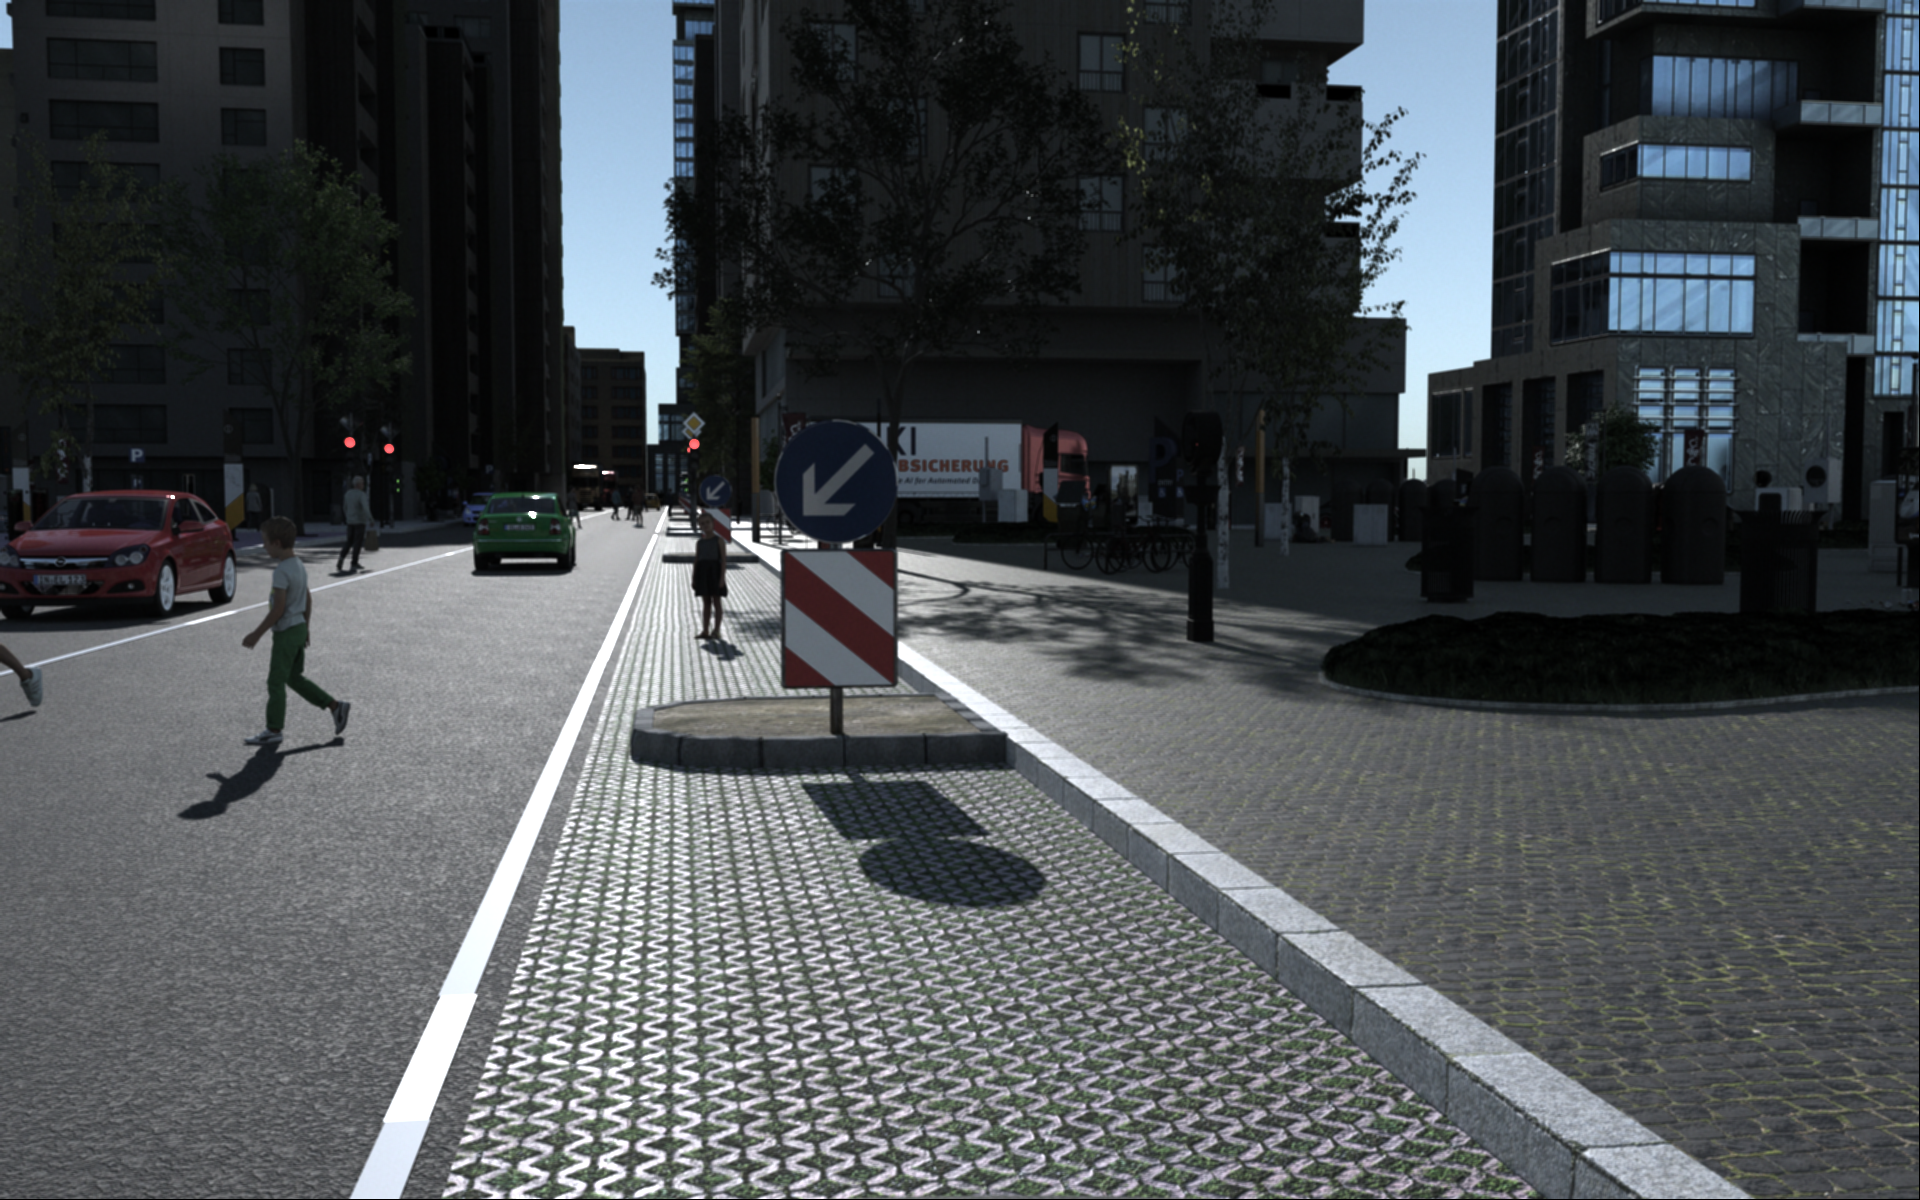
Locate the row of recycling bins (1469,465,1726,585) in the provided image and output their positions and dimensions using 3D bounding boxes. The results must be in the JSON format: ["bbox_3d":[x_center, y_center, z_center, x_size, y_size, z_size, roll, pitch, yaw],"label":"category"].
[{"bbox_3d":[9.243,-1.110,25.261,3.534,1.692,1.069,1,4,22],"label":"row of recycling bins"}]

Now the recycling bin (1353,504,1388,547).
[{"bbox_3d":[10.048,-1.827,42.418,0.722,1.027,0.722,0,4,4],"label":"recycling bin"}]

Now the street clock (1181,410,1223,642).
[{"bbox_3d":[2.098,-0.642,15.064,0.358,2.002,0.471,-1,4,-10],"label":"street clock"}]

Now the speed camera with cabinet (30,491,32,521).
[{"bbox_3d":[-43.464,-5.302,81.021,2.038,3.252,0.660,0,4,-3],"label":"speed camera with cabinet"}]

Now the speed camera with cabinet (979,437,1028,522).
[{"bbox_3d":[1.490,-3.987,59.525,0.660,3.252,2.038,-3,4,-37],"label":"speed camera with cabinet"}]

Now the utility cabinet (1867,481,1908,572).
[{"bbox_3d":[15.424,-1.189,28.124,0.318,1.500,1.173,-3,4,-38],"label":"utility cabinet"}]

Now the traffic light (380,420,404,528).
[{"bbox_3d":[-21.397,-4.664,65.175,0.839,4.253,0.868,-1,4,-9],"label":"traffic light"}]

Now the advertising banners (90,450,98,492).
[{"bbox_3d":[-33.578,-4.350,67.304,0.090,3.025,2.074,-3,5,-39],"label":"advertising banners"}]

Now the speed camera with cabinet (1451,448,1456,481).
[{"bbox_3d":[21.051,-4.822,73.181,0.660,3.252,2.038,1,4,18],"label":"speed camera with cabinet"}]

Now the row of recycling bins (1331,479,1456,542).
[{"bbox_3d":[11.922,-2.451,47.192,3.534,1.692,1.069,0,4,3],"label":"row of recycling bins"}]

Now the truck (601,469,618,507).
[{"bbox_3d":[-39.549,-12.524,193.682,2.839,4.237,11.283,-1,4,-10],"label":"truck"}]

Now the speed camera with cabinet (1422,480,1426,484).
[{"bbox_3d":[29.872,-7.238,112.672,0.660,3.252,2.038,-1,4,-15],"label":"speed camera with cabinet"}]

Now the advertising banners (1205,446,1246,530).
[{"bbox_3d":[9.545,-4.036,62.184,2.074,3.025,0.090,-3,4,-37],"label":"advertising banners"}]

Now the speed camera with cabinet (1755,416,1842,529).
[{"bbox_3d":[21.541,-3.072,44.556,0.660,3.252,2.038,-2,4,-30],"label":"speed camera with cabinet"}]

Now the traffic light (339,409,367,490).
[{"bbox_3d":[-20.092,-4.182,57.297,0.839,4.253,0.868,-1,4,-9],"label":"traffic light"}]

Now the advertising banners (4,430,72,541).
[{"bbox_3d":[-25.120,-3.121,47.223,2.074,3.025,0.090,1,4,9],"label":"advertising banners"}]

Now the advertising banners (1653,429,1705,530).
[{"bbox_3d":[19.103,-3.114,47.105,2.074,3.025,0.090,1,4,20],"label":"advertising banners"}]

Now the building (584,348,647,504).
[{"bbox_3d":[-57.198,-23.775,233.760,28.899,21.520,27.650,-1,4,-9],"label":"building"}]

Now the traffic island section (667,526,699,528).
[{"bbox_3d":[-10.346,-2.743,67.129,2.009,0.180,2.903,-1,4,-9],"label":"traffic island section"}]

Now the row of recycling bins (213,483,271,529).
[{"bbox_3d":[-27.059,-3.553,65.203,3.534,1.692,1.069,3,5,43],"label":"row of recycling bins"}]

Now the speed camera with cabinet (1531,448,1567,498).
[{"bbox_3d":[25.565,-4.927,74.897,0.660,3.252,2.038,-1,4,-17],"label":"speed camera with cabinet"}]

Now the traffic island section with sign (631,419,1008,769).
[{"bbox_3d":[-0.881,-0.081,9.958,1.989,1.847,2.006,-1,4,-9],"label":"traffic island section with sign"}]

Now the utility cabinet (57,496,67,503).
[{"bbox_3d":[-26.090,-2.441,51.077,1.020,1.237,0.306,1,4,15],"label":"utility cabinet"}]

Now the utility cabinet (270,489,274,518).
[{"bbox_3d":[-28.075,-3.704,69.236,0.318,1.500,1.173,3,5,42],"label":"utility cabinet"}]

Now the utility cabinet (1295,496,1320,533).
[{"bbox_3d":[11.590,-2.853,57.809,1.020,1.237,0.306,-3,5,-43],"label":"utility cabinet"}]

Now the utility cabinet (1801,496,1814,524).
[{"bbox_3d":[25.995,-2.610,53.838,0.306,1.237,1.020,-2,4,-31],"label":"utility cabinet"}]

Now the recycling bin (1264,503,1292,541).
[{"bbox_3d":[8.815,-2.175,48.117,0.722,1.027,0.722,0,4,6],"label":"recycling bin"}]

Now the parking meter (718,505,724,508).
[{"bbox_3d":[-11.488,-4.742,83.243,0.255,1.863,0.399,0,4,-3],"label":"parking meter"}]

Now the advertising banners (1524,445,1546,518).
[{"bbox_3d":[19.977,-4.028,62.041,2.074,3.025,0.090,0,4,-7],"label":"advertising banners"}]

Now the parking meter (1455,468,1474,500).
[{"bbox_3d":[11.449,-2.053,39.274,0.399,1.863,0.255,1,4,8],"label":"parking meter"}]

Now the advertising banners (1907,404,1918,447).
[{"bbox_3d":[18.779,-2.359,34.755,0.090,3.025,2.074,1,4,9],"label":"advertising banners"}]

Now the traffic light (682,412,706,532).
[{"bbox_3d":[-9.082,-4.294,59.130,0.839,4.253,0.868,-1,4,-9],"label":"traffic light"}]

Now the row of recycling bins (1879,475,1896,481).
[{"bbox_3d":[21.253,-1.801,36.562,3.534,1.692,1.069,2,4,24],"label":"row of recycling bins"}]

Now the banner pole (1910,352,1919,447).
[{"bbox_3d":[17.003,-2.492,30.765,0.863,3.779,0.401,-3,5,-41],"label":"banner pole"}]

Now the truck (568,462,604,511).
[{"bbox_3d":[-33.008,-10.063,153.447,2.839,4.237,11.283,-1,4,-10],"label":"truck"}]

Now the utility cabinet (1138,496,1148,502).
[{"bbox_3d":[6.754,-3.094,61.756,1.020,1.237,0.306,2,4,32],"label":"utility cabinet"}]

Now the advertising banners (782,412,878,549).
[{"bbox_3d":[-2.786,-2.503,37.107,2.074,3.025,0.090,0,4,5],"label":"advertising banners"}]

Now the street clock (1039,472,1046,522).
[{"bbox_3d":[2.778,-3.246,57.639,0.358,2.002,0.471,1,4,12],"label":"street clock"}]

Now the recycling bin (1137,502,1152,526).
[{"bbox_3d":[5.602,-2.548,54.213,0.722,1.027,0.722,0,4,-5],"label":"recycling bin"}]

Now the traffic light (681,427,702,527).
[{"bbox_3d":[-10.387,-4.776,67.008,0.839,4.253,0.868,-1,4,-9],"label":"traffic light"}]

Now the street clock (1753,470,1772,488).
[{"bbox_3d":[24.574,-2.967,53.086,0.358,2.002,0.471,-3,5,-42],"label":"street clock"}]

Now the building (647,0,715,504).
[{"bbox_3d":[-27.005,-56.424,235.198,31.000,86.520,22.319,-1,4,-9],"label":"building"}]

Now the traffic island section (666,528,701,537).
[{"bbox_3d":[-9.041,-2.261,59.251,2.009,0.180,2.903,-1,4,-9],"label":"traffic island section"}]

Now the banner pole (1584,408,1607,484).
[{"bbox_3d":[18.677,-3.720,50.835,0.401,3.779,0.863,-3,4,-39],"label":"banner pole"}]

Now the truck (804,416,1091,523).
[{"bbox_3d":[-0.153,-4.626,64.546,11.283,4.237,2.839,-1,4,-11],"label":"truck"}]

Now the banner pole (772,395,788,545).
[{"bbox_3d":[-4.446,-3.270,43.481,0.401,3.779,0.863,-2,4,-26],"label":"banner pole"}]
